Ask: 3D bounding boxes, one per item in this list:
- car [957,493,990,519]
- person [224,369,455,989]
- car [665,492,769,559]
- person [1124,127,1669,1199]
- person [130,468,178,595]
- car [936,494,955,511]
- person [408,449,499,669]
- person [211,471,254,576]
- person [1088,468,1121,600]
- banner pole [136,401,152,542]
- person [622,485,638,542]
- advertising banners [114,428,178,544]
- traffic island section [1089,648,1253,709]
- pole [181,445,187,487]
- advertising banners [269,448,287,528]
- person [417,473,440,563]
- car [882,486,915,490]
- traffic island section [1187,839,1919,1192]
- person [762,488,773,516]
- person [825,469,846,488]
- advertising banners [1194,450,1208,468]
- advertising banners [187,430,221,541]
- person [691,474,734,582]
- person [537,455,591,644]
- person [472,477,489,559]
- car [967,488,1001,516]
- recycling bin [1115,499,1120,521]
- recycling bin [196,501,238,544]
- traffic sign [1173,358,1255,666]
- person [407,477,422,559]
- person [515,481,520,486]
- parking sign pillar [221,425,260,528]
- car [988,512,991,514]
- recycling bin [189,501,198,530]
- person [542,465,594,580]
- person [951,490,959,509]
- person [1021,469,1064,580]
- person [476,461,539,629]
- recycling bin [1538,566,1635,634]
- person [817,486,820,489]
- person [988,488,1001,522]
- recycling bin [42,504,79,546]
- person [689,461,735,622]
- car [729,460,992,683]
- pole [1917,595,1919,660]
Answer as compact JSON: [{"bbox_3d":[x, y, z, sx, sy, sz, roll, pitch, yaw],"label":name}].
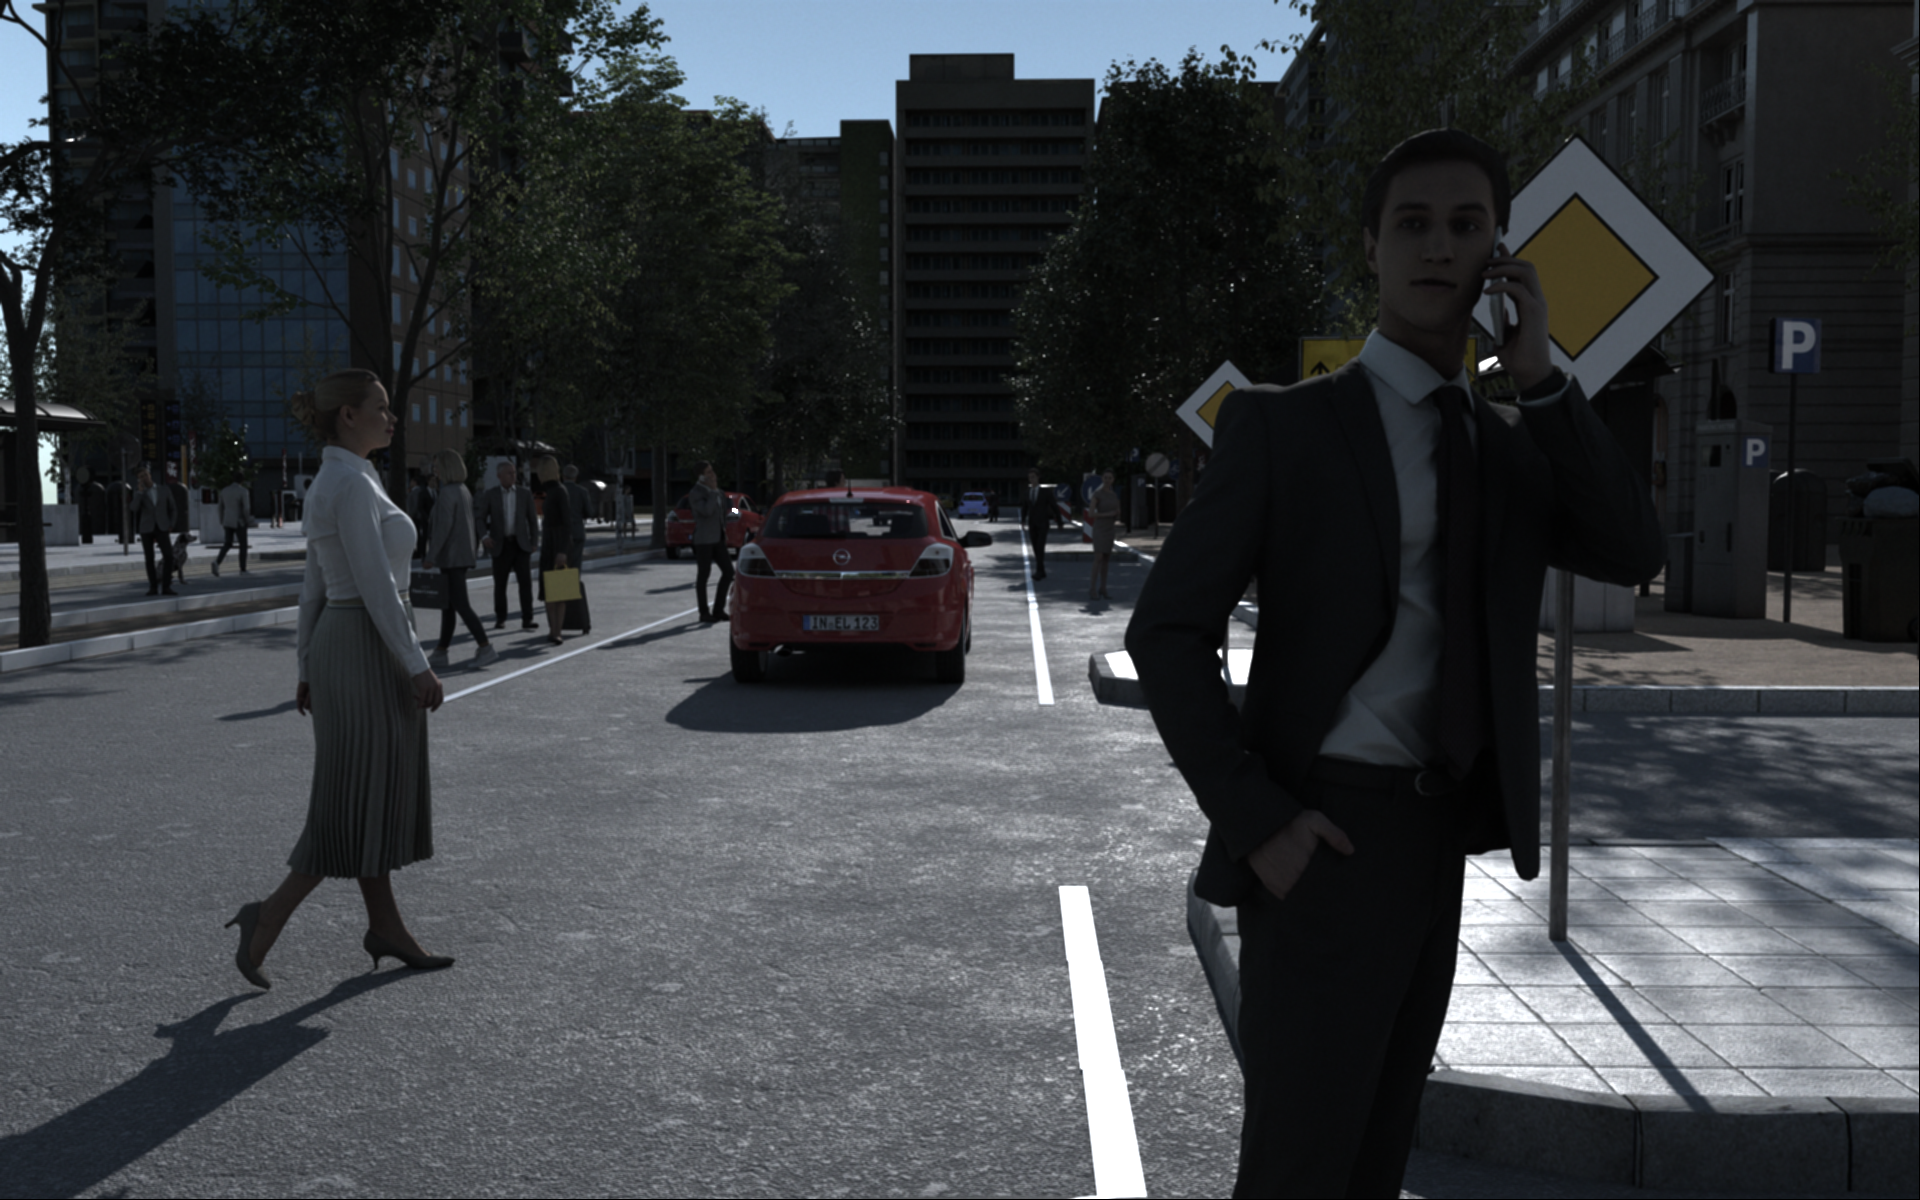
[{"bbox_3d":[0.791,-5.563,100.549,1.945,1.707,3.694,0,4,1],"label":"car"},{"bbox_3d":[-1.825,0.224,5.071,0.641,1.798,0.478,-1,4,-18],"label":"person"},{"bbox_3d":[-5.463,-1.860,39.448,2.155,1.783,4.494,0,4,3],"label":"car"},{"bbox_3d":[0.579,0.342,2.264,0.648,1.900,0.474,-3,4,-36],"label":"person"},{"bbox_3d":[-11.409,-0.971,24.555,0.592,1.802,0.473,-1,4,-11],"label":"person"},{"bbox_3d":[-1.433,-8.427,148.000,2.015,1.641,3.980,0,4,1],"label":"car"},{"bbox_3d":[-4.167,-0.337,14.197,0.728,1.800,0.709,0,4,6],"label":"person"},{"bbox_3d":[-12.712,-1.342,30.285,0.661,1.843,0.795,1,4,18],"label":"person"},{"bbox_3d":[1.978,-0.903,23.612,0.599,1.781,0.374,-3,5,-40],"label":"person"},{"bbox_3d":[-22.072,-3.483,46.968,0.401,3.779,0.863,0,4,-3],"label":"banner pole"},{"bbox_3d":[-9.930,-2.582,51.715,0.522,1.701,0.512,1,4,17],"label":"person"},{"bbox_3d":[-21.248,-3.008,45.375,0.090,3.025,2.074,2,4,26],"label":"advertising banners"},{"bbox_3d":[2.005,0.569,12.985,2.009,0.180,2.903,0,4,2],"label":"traffic island section"},{"bbox_3d":[-32.237,-4.781,72.009,0.158,3.312,0.155,0,3,0],"label":"pole"},{"bbox_3d":[-25.720,-4.234,65.411,0.090,3.025,2.074,0,4,-4],"label":"advertising banners"},{"bbox_3d":[-10.719,-1.652,35.288,0.755,1.850,0.659,3,4,37],"label":"person"},{"bbox_3d":[-2.868,-4.415,80.862,2.281,1.827,5.304,0,4,4],"label":"car"},{"bbox_3d":[1.744,1.057,5.005,2.009,0.180,2.903,0,4,2],"label":"traffic island section"},{"bbox_3d":[-9.072,-4.570,82.992,0.755,1.850,0.659,-1,4,-20],"label":"person"},{"bbox_3d":[-1.503,-0.650,19.962,0.643,1.720,0.563,-3,5,-42],"label":"person"},{"bbox_3d":[10.329,-4.437,68.730,2.074,3.025,0.090,1,4,8],"label":"advertising banners"},{"bbox_3d":[-20.951,-3.180,48.176,0.090,3.025,2.074,0,4,2],"label":"advertising banners"},{"bbox_3d":[-3.978,-1.169,28.014,0.661,1.777,0.834,-3,5,-44],"label":"person"},{"bbox_3d":[-3.891,-0.506,16.995,0.699,1.804,1.509,0,4,4],"label":"person"},{"bbox_3d":[-10.679,-1.805,38.200,0.526,1.800,0.537,-1,4,-8],"label":"person"},{"bbox_3d":[1.561,-6.580,116.261,2.281,1.827,5.304,0,4,3],"label":"car"},{"bbox_3d":[7.375,-4.341,83.532,0.722,1.027,0.722,-2,4,-27],"label":"recycling bin"},{"bbox_3d":[-19.276,-1.989,45.070,0.722,1.027,0.722,3,4,38],"label":"recycling bin"},{"bbox_3d":[1.981,-0.567,12.909,0.795,2.450,0.064,0,4,2],"label":"traffic sign"},{"bbox_3d":[-12.067,-1.807,38.231,0.473,1.802,0.592,1,4,9],"label":"person"},{"bbox_3d":[-13.730,-2.762,53.429,0.659,1.850,0.755,0,4,3],"label":"person"},{"bbox_3d":[-27.266,-4.706,65.410,1.447,3.967,1.447,1,4,13],"label":"parking sign pillar"},{"bbox_3d":[1.470,-7.155,128.786,2.131,1.459,4.920,0,4,1],"label":"car"},{"bbox_3d":[-27.485,-3.034,62.156,0.722,1.027,0.722,0,4,-7],"label":"recycling bin"},{"bbox_3d":[-5.048,-0.836,22.345,0.661,1.801,0.590,-1,4,-10],"label":"person"},{"bbox_3d":[-0.484,-9.459,163.295,0.705,1.807,1.348,-3,4,-37],"label":"person"},{"bbox_3d":[1.282,-1.256,28.810,0.659,1.850,0.755,2,4,30],"label":"person"},{"bbox_3d":[-4.743,-0.576,18.315,0.661,1.777,0.834,-2,4,-32],"label":"person"},{"bbox_3d":[5.838,-0.229,16.303,0.722,1.027,0.722,-1,4,-17],"label":"recycling bin"},{"bbox_3d":[-6.775,-4.527,82.505,0.713,1.824,0.794,2,4,31],"label":"person"},{"bbox_3d":[1.784,-4.903,89.460,0.445,1.727,0.742,2,4,30],"label":"person"},{"bbox_3d":[-22.321,-1.851,42.816,0.722,1.027,0.722,2,4,30],"label":"recycling bin"},{"bbox_3d":[-2.773,-0.657,19.426,0.473,1.802,0.592,3,4,37],"label":"person"},{"bbox_3d":[-0.807,-0.342,14.635,2.155,1.783,4.494,0,4,1],"label":"car"},{"bbox_3d":[7.532,-1.191,13.324,0.158,3.312,0.155,0,3,0],"label":"pole"}]
